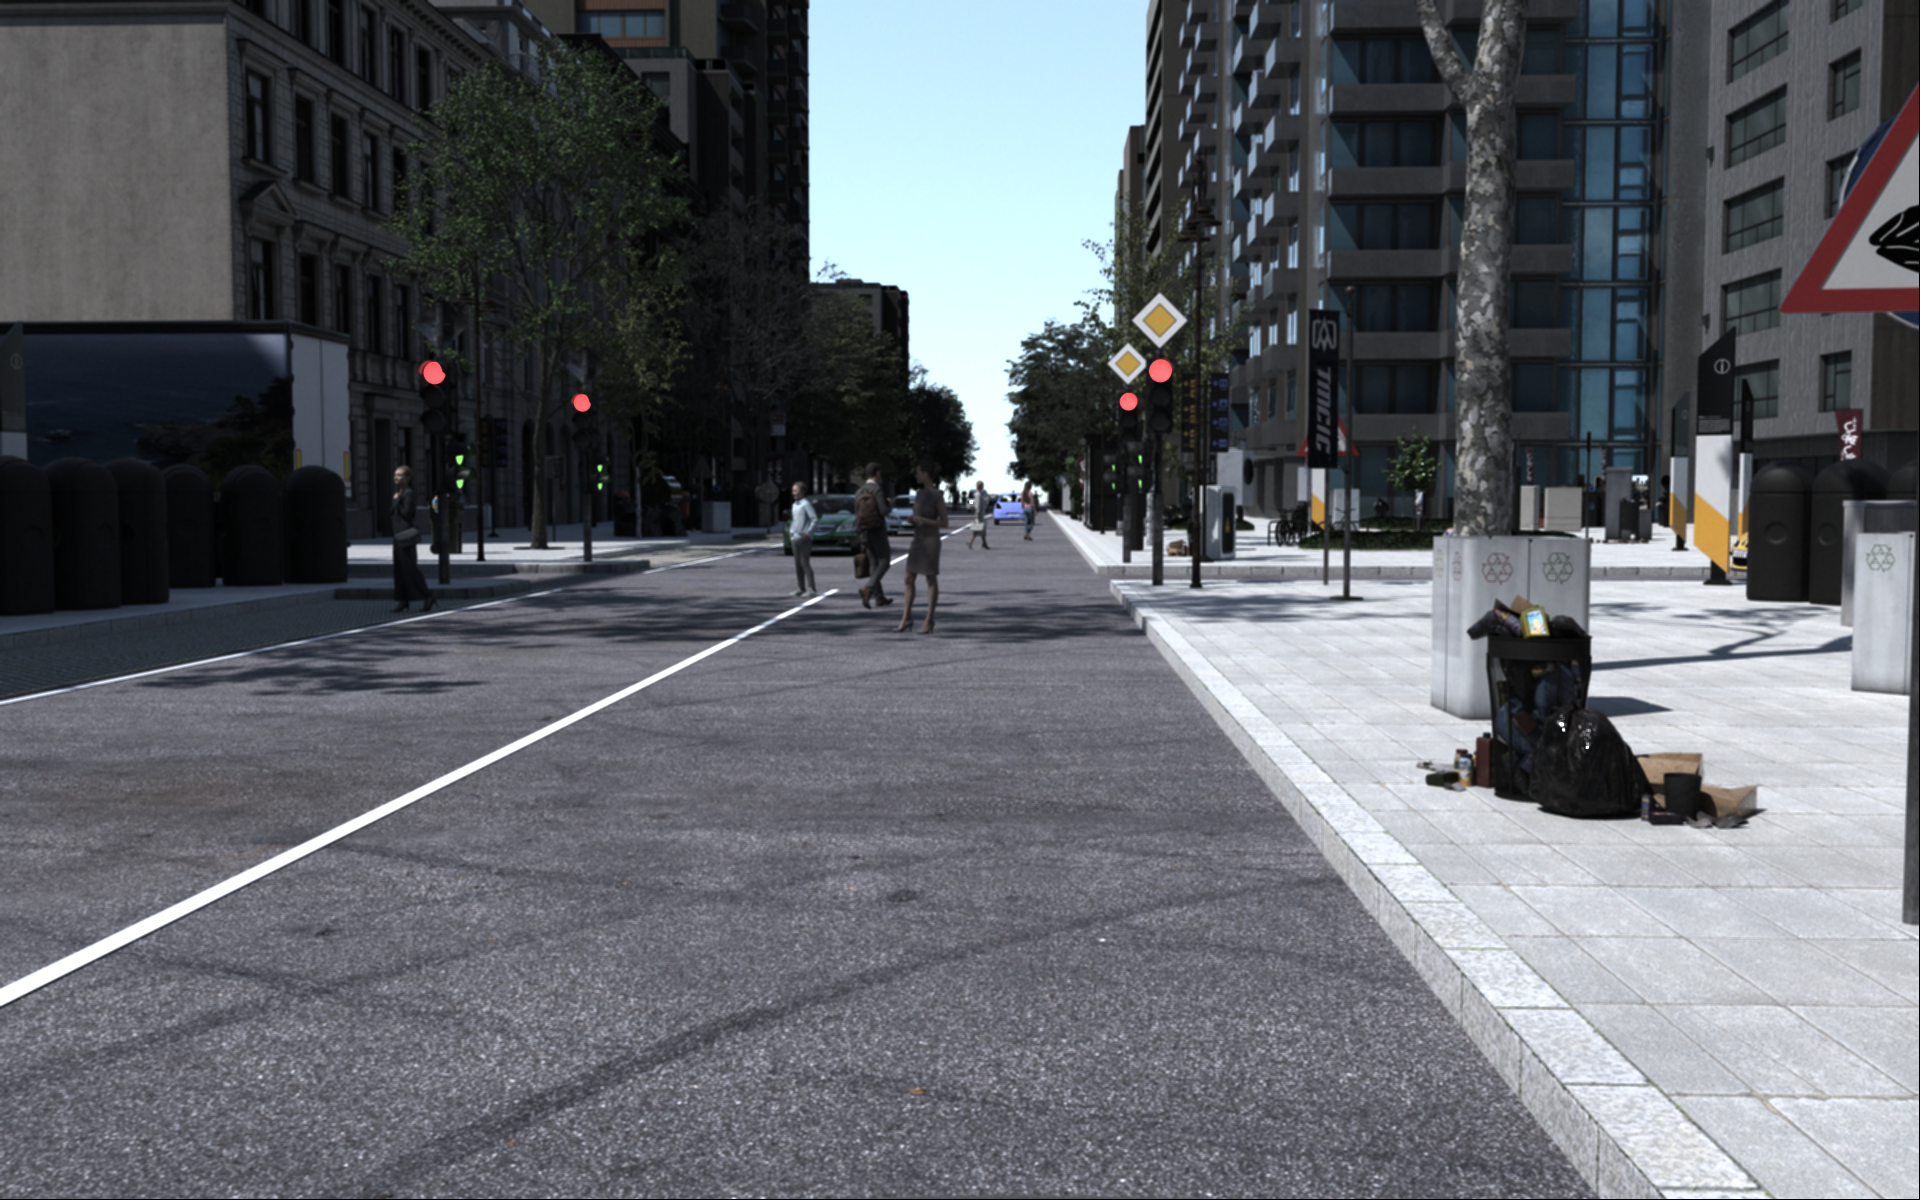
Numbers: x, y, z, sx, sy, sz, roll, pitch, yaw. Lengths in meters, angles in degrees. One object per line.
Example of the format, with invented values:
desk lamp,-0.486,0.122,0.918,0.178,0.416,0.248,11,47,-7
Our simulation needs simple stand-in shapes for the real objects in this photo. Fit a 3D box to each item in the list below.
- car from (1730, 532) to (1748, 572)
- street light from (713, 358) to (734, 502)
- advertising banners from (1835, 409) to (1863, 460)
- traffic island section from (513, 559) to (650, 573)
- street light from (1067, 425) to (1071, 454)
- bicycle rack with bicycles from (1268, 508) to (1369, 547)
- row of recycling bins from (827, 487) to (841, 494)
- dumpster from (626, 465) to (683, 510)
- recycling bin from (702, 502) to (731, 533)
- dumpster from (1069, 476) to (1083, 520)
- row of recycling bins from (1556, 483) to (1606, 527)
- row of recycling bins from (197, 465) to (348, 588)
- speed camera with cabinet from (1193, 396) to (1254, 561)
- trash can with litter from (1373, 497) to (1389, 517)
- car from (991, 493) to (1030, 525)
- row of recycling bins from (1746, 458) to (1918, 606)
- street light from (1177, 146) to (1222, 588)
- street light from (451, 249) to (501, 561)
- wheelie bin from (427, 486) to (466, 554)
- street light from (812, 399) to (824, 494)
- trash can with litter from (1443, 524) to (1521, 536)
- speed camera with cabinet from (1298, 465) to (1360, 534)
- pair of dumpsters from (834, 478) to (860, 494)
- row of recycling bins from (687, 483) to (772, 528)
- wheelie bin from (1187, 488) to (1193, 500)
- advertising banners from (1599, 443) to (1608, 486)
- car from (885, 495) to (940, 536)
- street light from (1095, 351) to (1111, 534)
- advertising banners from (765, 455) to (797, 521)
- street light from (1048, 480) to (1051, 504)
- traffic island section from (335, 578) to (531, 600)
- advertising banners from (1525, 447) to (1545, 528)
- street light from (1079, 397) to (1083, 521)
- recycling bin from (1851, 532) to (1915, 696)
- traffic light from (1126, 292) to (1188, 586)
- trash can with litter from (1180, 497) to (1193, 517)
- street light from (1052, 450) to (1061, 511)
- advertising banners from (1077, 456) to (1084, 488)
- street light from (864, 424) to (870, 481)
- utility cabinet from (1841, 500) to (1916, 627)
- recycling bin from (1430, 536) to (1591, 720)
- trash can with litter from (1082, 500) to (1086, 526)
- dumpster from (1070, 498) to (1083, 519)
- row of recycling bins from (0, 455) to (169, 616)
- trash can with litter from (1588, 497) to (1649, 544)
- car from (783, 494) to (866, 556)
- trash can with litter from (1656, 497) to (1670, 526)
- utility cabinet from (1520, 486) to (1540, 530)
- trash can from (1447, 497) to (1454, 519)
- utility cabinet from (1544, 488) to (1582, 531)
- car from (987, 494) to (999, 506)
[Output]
car,14.680,-1.098,28.184,3.980,1.641,2.015,0,4,1
street light,-8.015,-5.268,58.927,0.468,5.910,1.993,0,4,2
advertising banners,18.928,-2.391,35.278,2.074,3.025,0.090,2,4,30
traffic island section,-7.050,-0.639,32.730,2.009,0.180,2.903,0,4,2
street light,6.664,-8.191,106.712,0.468,5.910,1.993,0,4,2
bicycle rack with bicycles,8.682,-1.805,42.893,2.852,0.926,2.925,3,5,42
row of recycling bins,-7.403,-5.682,100.009,1.069,1.692,3.534,0,3,0
dumpster,-10.045,-3.330,56.943,1.502,2.255,1.985,0,4,2
recycling bin,-8.000,-2.710,56.854,0.722,1.027,0.722,-3,5,-41
dumpster,6.144,-5.067,85.339,1.502,2.255,1.985,0,4,3
row of recycling bins,24.579,-3.657,66.897,3.534,1.692,1.069,-1,4,-12
row of recycling bins,-10.355,-1.045,24.205,3.534,1.692,1.069,-3,5,-40
speed camera with cabinet,5.213,-2.435,34.156,0.660,3.252,2.038,2,4,28
trash can with litter,16.422,-3.368,66.458,1.055,1.170,0.624,0,4,7
car,2.437,-4.376,81.144,1.945,1.707,3.694,0,4,0
row of recycling bins,10.647,-0.772,19.737,1.069,1.692,3.534,-2,4,-33
street light,3.225,-3.101,23.482,0.468,5.910,1.993,0,4,2
street light,-9.157,-3.678,32.928,0.468,5.910,1.993,0,4,2
wheelie bin,-11.009,-1.793,37.226,0.693,1.594,0.980,0,4,-1
street light,-6.902,-6.829,84.449,0.468,5.910,1.993,0,4,2
trash can with litter,5.069,-0.297,16.246,1.055,1.170,0.624,-2,4,-28
speed camera with cabinet,11.946,-3.777,56.093,2.038,3.252,0.660,-1,4,-22
pair of dumpsters,-6.931,-6.322,105.856,1.574,2.255,4.437,0,4,2
row of recycling bins,-8.937,-3.673,67.166,3.534,1.692,1.069,1,4,15
wheelie bin,12.371,-5.142,91.981,0.693,1.594,0.980,0,4,3
advertising banners,22.809,-3.927,60.397,2.074,3.025,0.090,-3,5,-40
car,-1.639,-2.959,60.381,2.014,1.417,4.499,0,4,2
street light,4.577,-5.053,55.410,0.468,5.910,1.993,0,4,2
advertising banners,-8.223,-5.219,81.523,2.074,3.025,0.090,1,4,19
street light,9.845,-12.865,183.135,0.468,5.910,1.993,0,4,2
traffic island section,-7.385,-0.151,24.752,2.009,0.180,2.903,0,4,2
advertising banners,21.734,-4.188,64.656,2.074,3.025,0.090,-2,4,-33
street light,5.655,-6.629,81.166,0.468,5.910,1.993,0,4,2
recycling bin,6.304,0.081,11.232,0.722,1.027,0.722,-3,5,-40
traffic light,2.758,-2.158,24.208,0.839,4.253,0.868,0,4,2
trash can with litter,9.568,-3.695,71.806,0.624,1.170,1.055,-1,4,-19
street light,8.748,-11.278,157.182,0.468,5.910,1.993,0,4,2
advertising banners,6.268,-5.088,79.376,2.074,3.025,0.090,2,4,32
street light,-5.844,-8.356,109.413,0.468,5.910,1.993,0,4,2
utility cabinet,9.087,-0.346,16.825,1.020,1.237,0.306,-1,4,-17
recycling bin,3.215,0.147,10.158,0.722,1.027,0.722,0,4,-1
trash can with litter,5.122,-3.551,69.448,0.624,1.170,1.055,0,4,-4
dumpster,6.286,-5.101,89.165,1.264,1.857,1.865,0,4,2
row of recycling bins,-10.087,-0.727,19.004,1.069,1.692,3.534,1,4,16
trash can with litter,17.072,-2.093,45.270,2.233,1.210,1.678,-1,4,-9
car,-3.118,-1.831,41.736,2.131,1.459,4.920,0,4,2
trash can with litter,28.590,-3.609,70.387,0.624,1.170,1.055,1,4,21
utility cabinet,14.962,-2.316,46.548,0.318,1.500,1.173,-3,5,-41
trash can,20.678,-3.711,72.327,0.748,1.137,0.748,0,3,0
utility cabinet,20.385,-3.051,58.559,1.173,1.500,0.318,0,4,-3
car,3.477,-10.572,182.633,2.009,1.686,4.222,0,4,1
